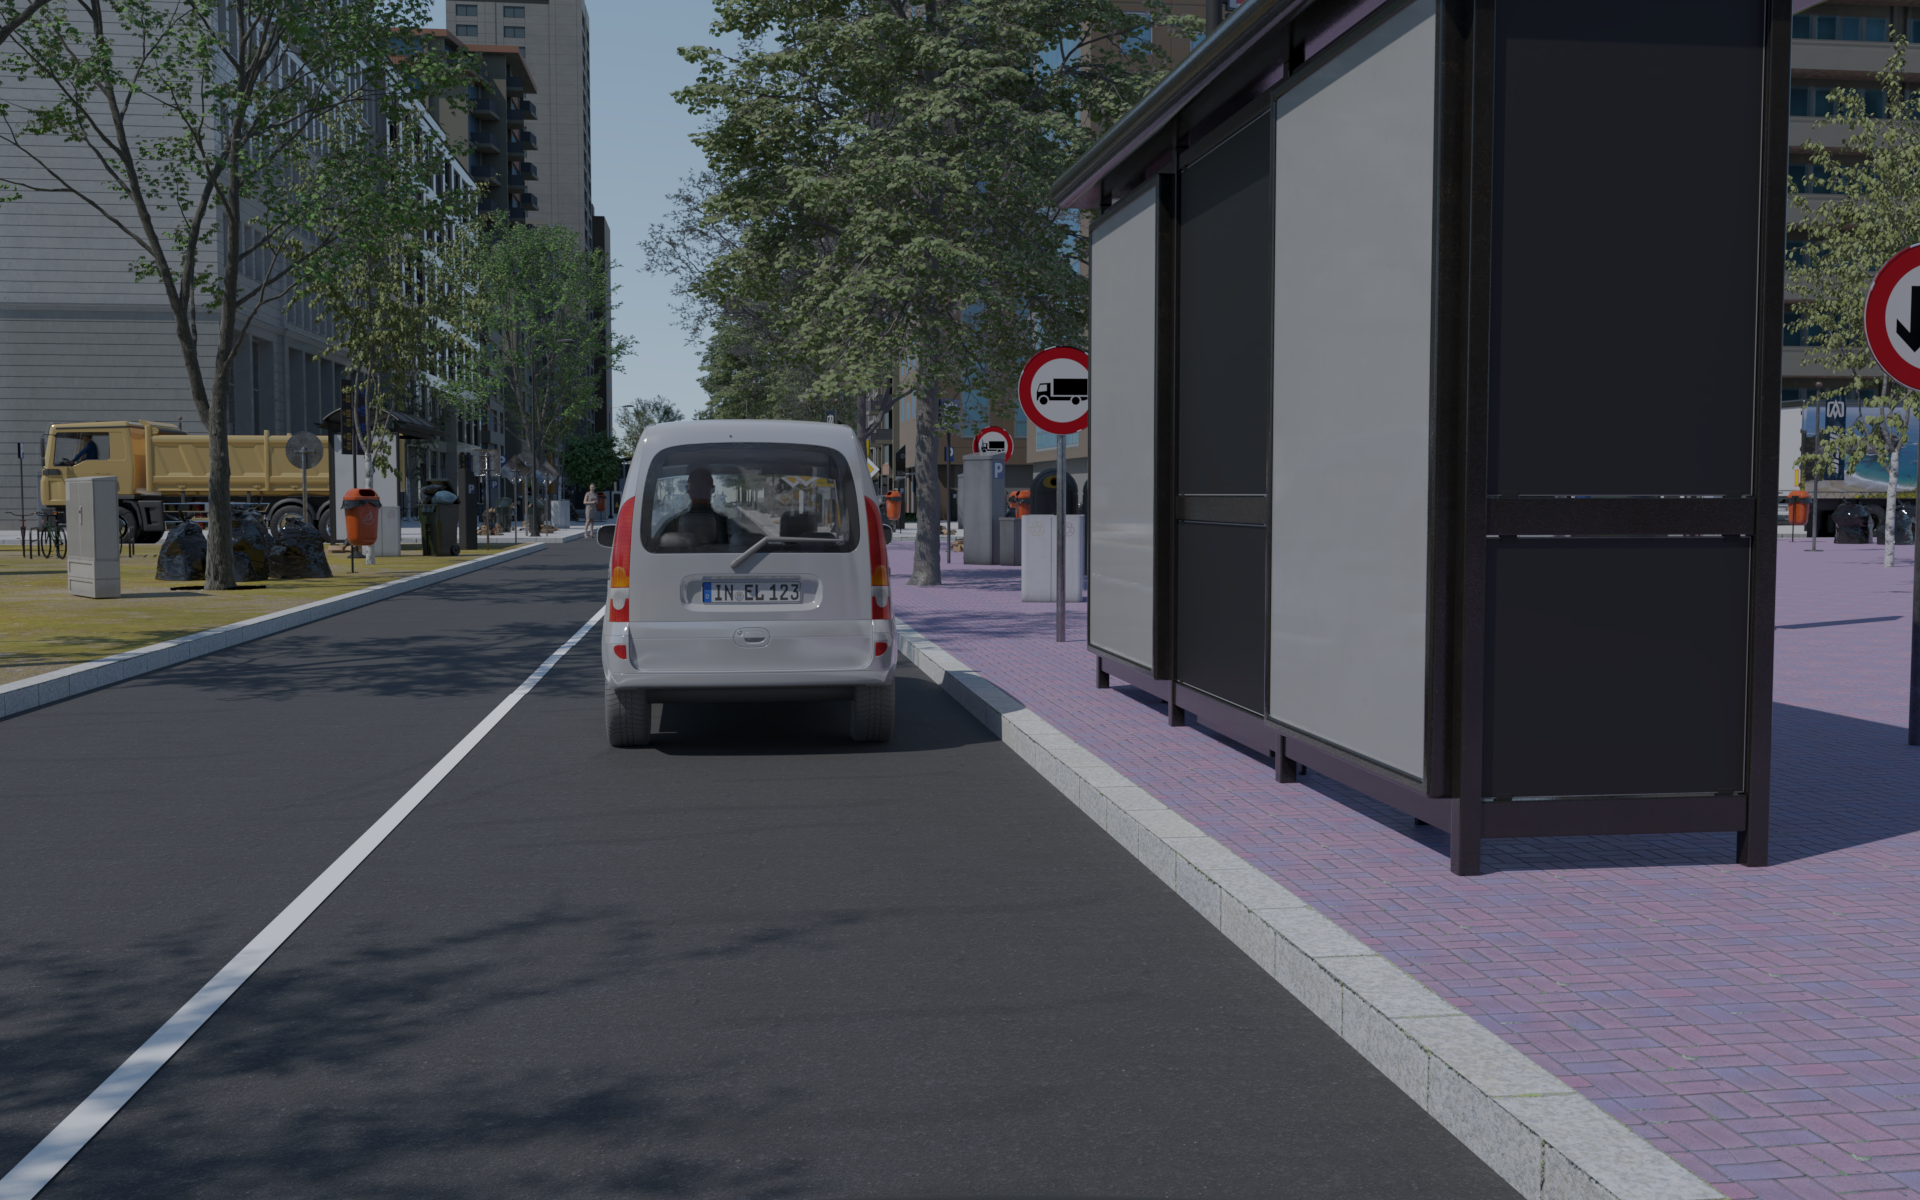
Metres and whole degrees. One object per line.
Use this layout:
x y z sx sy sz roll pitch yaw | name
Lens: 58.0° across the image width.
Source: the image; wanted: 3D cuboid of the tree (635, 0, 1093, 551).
-2.124 -7.872 39.085 12.009 13.543 11.850 0 3 0 | tree

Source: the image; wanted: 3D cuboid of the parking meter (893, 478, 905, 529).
-2.222 -3.524 63.337 0.255 1.863 0.399 3 5 41 | parking meter

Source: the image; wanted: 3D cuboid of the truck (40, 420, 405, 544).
-20.263 -3.114 46.843 9.791 3.379 3.469 0 4 -8 | truck

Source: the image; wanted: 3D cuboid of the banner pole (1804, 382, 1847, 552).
19.384 -2.979 38.730 0.863 3.779 0.401 0 4 2 | banner pole

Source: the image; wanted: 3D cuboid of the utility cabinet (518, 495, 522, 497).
-29.943 -6.568 118.548 0.306 1.237 1.020 0 4 6 | utility cabinet

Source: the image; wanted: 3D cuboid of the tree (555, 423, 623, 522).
-16.973 -5.864 79.592 4.285 4.588 4.351 0 3 0 | tree

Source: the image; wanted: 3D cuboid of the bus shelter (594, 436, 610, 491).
-24.462 -8.676 119.490 2.179 5.291 8.768 0 4 -8 | bus shelter

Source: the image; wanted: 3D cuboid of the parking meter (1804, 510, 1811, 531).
29.231 -3.126 59.516 0.372 1.533 0.369 0 3 0 | parking meter

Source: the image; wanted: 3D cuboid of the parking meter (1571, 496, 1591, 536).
9.836 -1.157 27.331 0.372 1.533 0.369 0 3 0 | parking meter

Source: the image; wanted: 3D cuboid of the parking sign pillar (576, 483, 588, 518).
-19.717 -6.324 91.868 1.447 3.967 1.447 1 4 19 | parking sign pillar

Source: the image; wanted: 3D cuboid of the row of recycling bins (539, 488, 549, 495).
-28.700 -6.892 119.794 1.069 1.692 3.534 -1 4 -10 | row of recycling bins

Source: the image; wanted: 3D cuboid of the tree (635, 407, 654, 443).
-27.244 -11.921 145.268 4.737 8.622 4.395 0 3 0 | tree

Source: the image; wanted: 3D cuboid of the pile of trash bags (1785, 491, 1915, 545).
23.227 -2.165 45.145 1.912 1.369 3.447 -3 4 -37 | pile of trash bags

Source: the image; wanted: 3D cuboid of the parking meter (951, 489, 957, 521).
-0.303 -4.458 81.300 0.372 1.533 0.369 0 3 0 | parking meter

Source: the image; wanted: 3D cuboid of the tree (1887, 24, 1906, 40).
12.416 -4.340 21.318 4.737 8.622 4.395 0 3 0 | tree

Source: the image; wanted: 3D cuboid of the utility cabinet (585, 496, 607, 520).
-18.038 -4.568 85.850 1.020 1.237 0.306 0 4 1 | utility cabinet

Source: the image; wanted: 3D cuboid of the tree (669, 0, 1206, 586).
-0.385 -6.503 24.451 7.486 12.596 7.792 0 3 0 | tree

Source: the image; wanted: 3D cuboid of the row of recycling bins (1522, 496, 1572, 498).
27.078 -4.426 79.482 3.534 1.692 1.069 -2 4 -26 | row of recycling bins

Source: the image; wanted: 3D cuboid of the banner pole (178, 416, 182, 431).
-25.049 -4.015 55.668 0.401 3.779 0.863 -1 4 -17 | banner pole

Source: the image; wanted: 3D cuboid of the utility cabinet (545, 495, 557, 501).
-26.510 -6.196 112.473 0.306 1.237 1.020 2 4 35 | utility cabinet

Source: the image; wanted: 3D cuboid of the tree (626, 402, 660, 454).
-24.827 -11.465 137.807 4.360 8.622 3.978 0 3 0 | tree

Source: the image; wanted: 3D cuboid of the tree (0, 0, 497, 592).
-9.991 -5.932 22.750 9.928 11.665 9.643 0 3 0 | tree

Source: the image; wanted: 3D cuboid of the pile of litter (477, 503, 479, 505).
-28.462 -5.431 102.769 1.176 0.858 1.719 0 4 -3 | pile of litter

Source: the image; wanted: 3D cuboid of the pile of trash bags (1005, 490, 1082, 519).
2.974 -2.882 56.875 3.447 1.369 1.912 3 5 41 | pile of trash bags

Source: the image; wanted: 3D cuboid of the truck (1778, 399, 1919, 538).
30.257 -3.921 53.017 11.283 4.237 2.839 0 4 -7 | truck

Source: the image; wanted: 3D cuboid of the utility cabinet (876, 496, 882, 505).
-3.268 -3.077 61.476 1.020 1.237 0.306 0 4 1 | utility cabinet

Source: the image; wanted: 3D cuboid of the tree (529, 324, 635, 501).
-17.024 -7.484 72.732 4.737 8.622 4.395 0 3 0 | tree

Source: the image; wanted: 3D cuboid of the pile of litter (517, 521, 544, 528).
-16.426 -3.249 67.083 1.719 0.858 1.176 -3 5 -40 | pile of litter

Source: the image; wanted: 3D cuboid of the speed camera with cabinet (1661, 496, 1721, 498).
26.592 -4.201 63.014 0.660 3.252 2.038 -3 4 -37 | speed camera with cabinet

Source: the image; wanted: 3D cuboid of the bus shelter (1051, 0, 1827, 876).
1.883 -1.978 9.980 2.179 5.291 8.768 0 4 -8 | bus shelter

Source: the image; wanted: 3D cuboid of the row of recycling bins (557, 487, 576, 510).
-24.105 -6.136 107.439 1.069 1.692 3.534 -2 4 -30 | row of recycling bins

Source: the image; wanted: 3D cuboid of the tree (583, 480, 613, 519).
-18.407 -5.690 87.635 1.663 3.219 1.824 0 3 0 | tree

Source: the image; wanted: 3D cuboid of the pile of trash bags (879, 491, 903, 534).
-2.849 -2.899 57.148 1.912 1.369 3.447 -2 4 -31 | pile of trash bags

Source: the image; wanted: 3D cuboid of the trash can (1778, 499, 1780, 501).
22.298 -2.223 47.999 0.748 1.137 0.748 0 3 0 | trash can

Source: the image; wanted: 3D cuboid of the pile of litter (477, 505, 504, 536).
-14.825 -2.438 53.825 1.176 0.858 1.719 -2 4 -28 | pile of litter

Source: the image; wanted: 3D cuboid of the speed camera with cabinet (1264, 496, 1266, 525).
7.970 -3.071 44.554 2.038 3.252 0.660 -3 4 -38 | speed camera with cabinet

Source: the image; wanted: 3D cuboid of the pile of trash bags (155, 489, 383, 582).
-10.453 -1.040 26.758 1.912 1.369 3.447 2 4 34 | pile of trash bags

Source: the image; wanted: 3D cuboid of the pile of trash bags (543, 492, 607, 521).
-18.687 -4.488 83.130 3.447 1.369 1.912 -1 4 -8 | pile of trash bags

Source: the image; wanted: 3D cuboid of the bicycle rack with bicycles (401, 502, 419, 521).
-25.334 -4.242 82.743 2.925 0.926 2.852 -3 5 -41 | bicycle rack with bicycles

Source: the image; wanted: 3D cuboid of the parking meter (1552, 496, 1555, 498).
26.605 -4.211 77.257 0.372 1.533 0.369 0 3 0 | parking meter

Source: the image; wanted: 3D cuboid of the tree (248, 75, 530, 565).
-10.514 -4.955 31.371 4.737 8.622 4.395 0 3 0 | tree

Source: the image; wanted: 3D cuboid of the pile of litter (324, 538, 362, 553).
-13.234 -1.457 37.784 1.176 0.858 1.719 -3 5 -41 | pile of litter

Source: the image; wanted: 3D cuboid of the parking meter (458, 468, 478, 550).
-11.297 -2.083 39.771 0.255 1.863 0.399 2 4 29 | parking meter

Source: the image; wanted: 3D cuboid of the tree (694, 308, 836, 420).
-12.216 -12.373 108.955 9.857 13.997 8.962 0 3 0 | tree

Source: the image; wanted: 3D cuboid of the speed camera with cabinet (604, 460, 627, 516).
-19.762 -6.491 100.456 0.660 3.252 2.038 2 4 28 | speed camera with cabinet

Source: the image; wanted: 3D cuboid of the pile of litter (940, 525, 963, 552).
0.311 -1.519 38.805 1.719 0.858 1.176 -3 4 -37 | pile of litter

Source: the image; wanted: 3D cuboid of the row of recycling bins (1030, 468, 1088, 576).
2.655 -1.221 27.071 3.534 1.692 1.069 2 4 33 | row of recycling bins

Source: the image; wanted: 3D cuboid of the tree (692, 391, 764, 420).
-34.799 -25.124 266.667 12.611 20.169 13.585 0 3 0 | tree

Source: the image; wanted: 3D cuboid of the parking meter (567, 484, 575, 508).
-23.346 -6.007 103.922 0.255 1.863 0.399 2 4 28 | parking meter

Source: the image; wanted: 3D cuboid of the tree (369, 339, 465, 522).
-24.813 -7.840 78.549 4.360 8.622 3.978 0 3 0 | tree

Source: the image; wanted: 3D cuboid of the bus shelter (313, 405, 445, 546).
-13.790 -2.912 41.529 2.014 3.302 5.546 0 4 -8 | bus shelter

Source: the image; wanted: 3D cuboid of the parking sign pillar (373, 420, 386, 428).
-18.643 -4.042 54.554 1.447 3.967 1.447 0 4 4 | parking sign pillar

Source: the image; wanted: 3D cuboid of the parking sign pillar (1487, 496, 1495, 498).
36.090 -7.946 118.384 1.447 3.967 1.447 -1 4 -8 | parking sign pillar

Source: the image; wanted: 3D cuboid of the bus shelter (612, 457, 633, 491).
-21.025 -7.254 109.887 1.731 3.624 6.357 0 4 -8 | bus shelter

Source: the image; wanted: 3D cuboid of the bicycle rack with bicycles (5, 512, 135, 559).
-17.919 -1.327 35.086 2.852 0.926 2.925 -1 4 -22 | bicycle rack with bicycles

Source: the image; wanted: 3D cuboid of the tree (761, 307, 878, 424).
-5.034 -6.713 60.125 4.360 8.622 3.978 0 3 0 | tree

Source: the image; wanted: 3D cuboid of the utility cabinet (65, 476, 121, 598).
-10.794 -0.786 21.524 0.318 1.500 1.173 -3 5 -41 | utility cabinet

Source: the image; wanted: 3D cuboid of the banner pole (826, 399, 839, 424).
-3.348 -3.407 45.721 0.401 3.779 0.863 -2 4 -29 | banner pole

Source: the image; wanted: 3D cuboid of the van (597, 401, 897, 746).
-1.386 -0.262 11.300 2.013 2.044 4.112 0 4 -8 | van
